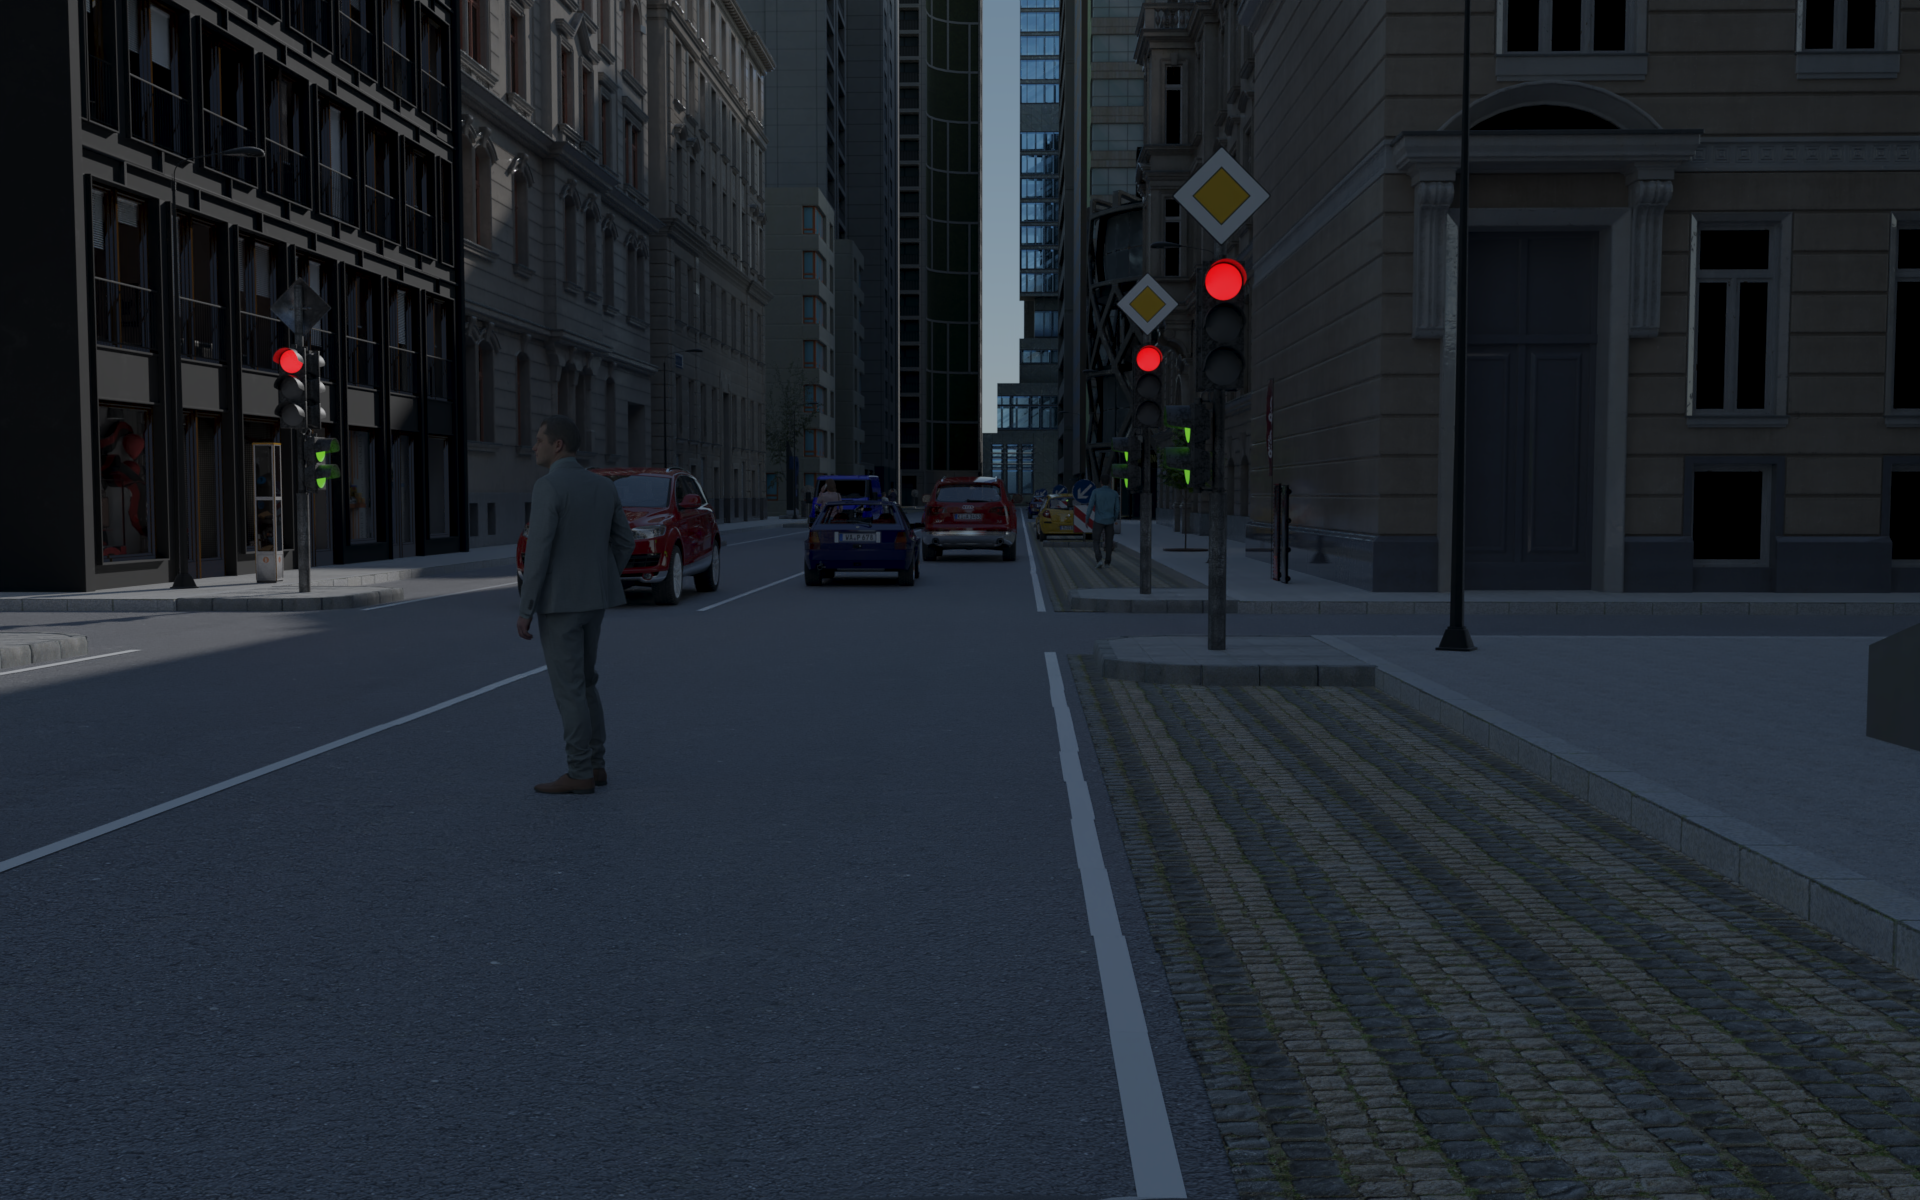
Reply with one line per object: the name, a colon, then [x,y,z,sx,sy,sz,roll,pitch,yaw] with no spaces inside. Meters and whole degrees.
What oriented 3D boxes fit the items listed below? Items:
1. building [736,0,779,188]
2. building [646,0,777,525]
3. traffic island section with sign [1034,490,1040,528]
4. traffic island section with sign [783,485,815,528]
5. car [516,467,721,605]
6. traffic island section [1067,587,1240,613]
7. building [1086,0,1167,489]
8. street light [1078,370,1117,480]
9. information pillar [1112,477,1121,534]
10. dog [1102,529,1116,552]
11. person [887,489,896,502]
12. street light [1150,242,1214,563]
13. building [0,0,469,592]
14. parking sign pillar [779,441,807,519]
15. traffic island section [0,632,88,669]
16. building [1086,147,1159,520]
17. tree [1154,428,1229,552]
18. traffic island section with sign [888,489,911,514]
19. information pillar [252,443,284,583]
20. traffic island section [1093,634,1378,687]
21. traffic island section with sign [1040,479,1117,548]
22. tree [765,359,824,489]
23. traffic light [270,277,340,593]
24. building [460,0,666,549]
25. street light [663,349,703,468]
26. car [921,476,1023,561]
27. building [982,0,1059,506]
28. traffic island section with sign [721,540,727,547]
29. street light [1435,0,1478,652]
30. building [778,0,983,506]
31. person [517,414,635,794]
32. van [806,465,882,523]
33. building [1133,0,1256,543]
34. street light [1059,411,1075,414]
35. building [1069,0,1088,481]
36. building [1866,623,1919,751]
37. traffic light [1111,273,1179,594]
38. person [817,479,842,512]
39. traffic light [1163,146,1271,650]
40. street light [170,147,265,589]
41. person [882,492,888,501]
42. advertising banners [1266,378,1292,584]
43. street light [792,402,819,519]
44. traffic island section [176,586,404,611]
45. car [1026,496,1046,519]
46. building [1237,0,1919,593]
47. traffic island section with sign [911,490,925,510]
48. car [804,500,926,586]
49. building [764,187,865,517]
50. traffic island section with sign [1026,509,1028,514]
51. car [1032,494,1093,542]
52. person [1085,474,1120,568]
building: [-16.498,-44.220,161.241,20.611,71.187,20.563,0,4,2]
building: [-15.696,-16.937,74.180,12.463,27.353,25.104,0,4,2]
traffic island section with sign: [4.139,-3.993,73.912,1.989,1.847,2.006,0,4,2]
traffic island section with sign: [-6.516,-4.030,74.510,1.989,1.847,2.006,0,4,2]
car: [-4.610,-0.937,23.986,2.281,1.827,5.304,0,4,1]
traffic island section: [2.406,0.001,22.266,2.009,0.180,2.903,0,4,2]
building: [14.790,-25.875,106.649,14.154,41.232,14.086,0,4,2]
street light: [5.272,-5.642,64.792,1.470,5.913,1.316,0,4,2]
information pillar: [5.003,-3.117,55.459,0.304,2.012,0.304,0,4,3]
dog: [3.608,-1.605,43.083,0.513,0.831,0.800,2,4,33]
person: [-4.273,-5.986,106.824,0.568,1.767,0.683,3,4,38]
street light: [4.200,-3.638,32.027,1.470,5.913,1.316,0,4,2]
building: [-17.280,-12.250,29.971,12.332,23.373,15.834,0,4,2]
parking sign pillar: [-8.613,-6.153,89.080,1.447,3.967,1.447,0,4,5]
traffic island section: [-8.846,0.466,14.657,2.009,0.180,2.903,0,4,2]
building: [14.847,-13.526,88.597,16.820,18.784,16.811,0,4,2]
tree: [5.209,-2.710,38.910,1.663,3.219,1.824,0,3,0]
traffic island section with sign: [-4.815,-7.126,125.142,1.989,1.847,2.006,0,4,2]
information pillar: [-9.983,-1.254,24.997,0.304,2.012,0.304,0,4,-3]
traffic island section: [2.139,0.489,14.286,2.009,0.180,2.903,0,4,2]
traffic island section with sign: [3.245,-2.345,46.972,1.989,1.847,2.006,0,4,2]
tree: [-9.404,-8.697,92.562,4.360,8.622,3.978,0,3,0]
traffic light: [-8.539,-2.054,22.501,0.839,4.253,0.868,0,4,2]
building: [-17.398,-16.048,49.779,14.401,28.519,23.554,0,4,2]
street light: [-8.900,-5.070,55.443,1.470,5.913,1.316,0,4,2]
car: [0.251,-1.827,38.550,2.281,1.827,5.304,0,4,2]
building: [18.216,-53.673,190.232,31.000,86.520,22.319,0,4,2]
traffic island section with sign: [-7.429,-2.360,47.216,1.989,1.847,2.006,0,4,2]
street light: [3.549,-2.543,14.112,1.470,5.913,1.316,0,4,2]
building: [-7.943,-46.021,190.692,20.611,71.187,20.563,0,4,2]
person: [-1.863,0.016,8.338,0.391,1.810,0.635,1,4,19]
van: [-3.603,-3.115,55.313,2.240,2.365,5.245,0,4,2]
building: [13.004,-14.526,56.591,14.460,24.649,34.723,0,4,2]
street light: [6.233,-7.625,97.213,1.470,5.913,1.316,0,4,2]
building: [15.109,-28.811,121.170,14.600,45.320,14.200,0,4,2]
building: [20.668,-18.875,0.492,32.217,40.220,23.993,0,4,2]
traffic light: [2.366,-2.033,22.154,0.839,4.253,0.868,0,4,2]
person: [-2.617,-1.642,35.944,0.593,1.750,0.643,-2,4,-28]
traffic light: [2.099,-1.544,14.173,0.839,4.253,0.868,0,4,2]
street light: [-10.008,-3.108,23.355,1.470,5.913,1.316,0,4,2]
person: [-3.541,-4.172,79.316,0.503,1.515,0.523,-2,4,-34]
advertising banners: [4.694,-1.798,25.581,0.090,3.025,2.074,0,4,2]
street light: [-7.829,-7.033,87.533,1.470,5.913,1.316,0,4,2]
traffic island section: [-8.579,-0.022,22.637,2.009,0.180,2.903,0,4,2]
car: [4.808,-5.390,100.706,1.945,1.354,3.894,0,4,1]
building: [15.313,-14.784,27.631,20.117,28.700,13.634,0,4,2]
traffic island section with sign: [-3.912,-8.781,152.192,1.989,1.847,2.006,0,4,2]
car: [-1.550,-0.964,28.336,1.945,1.354,3.894,0,4,1]
building: [-21.299,-16.372,112.730,27.650,21.520,28.899,0,4,2]
traffic island section with sign: [5.823,-7.054,123.964,1.989,1.847,2.006,0,4,2]
car: [3.230,-2.628,53.197,2.015,1.641,3.980,0,4,0]
person: [2.758,-1.519,33.349,0.660,1.820,0.620,-1,4,-10]
